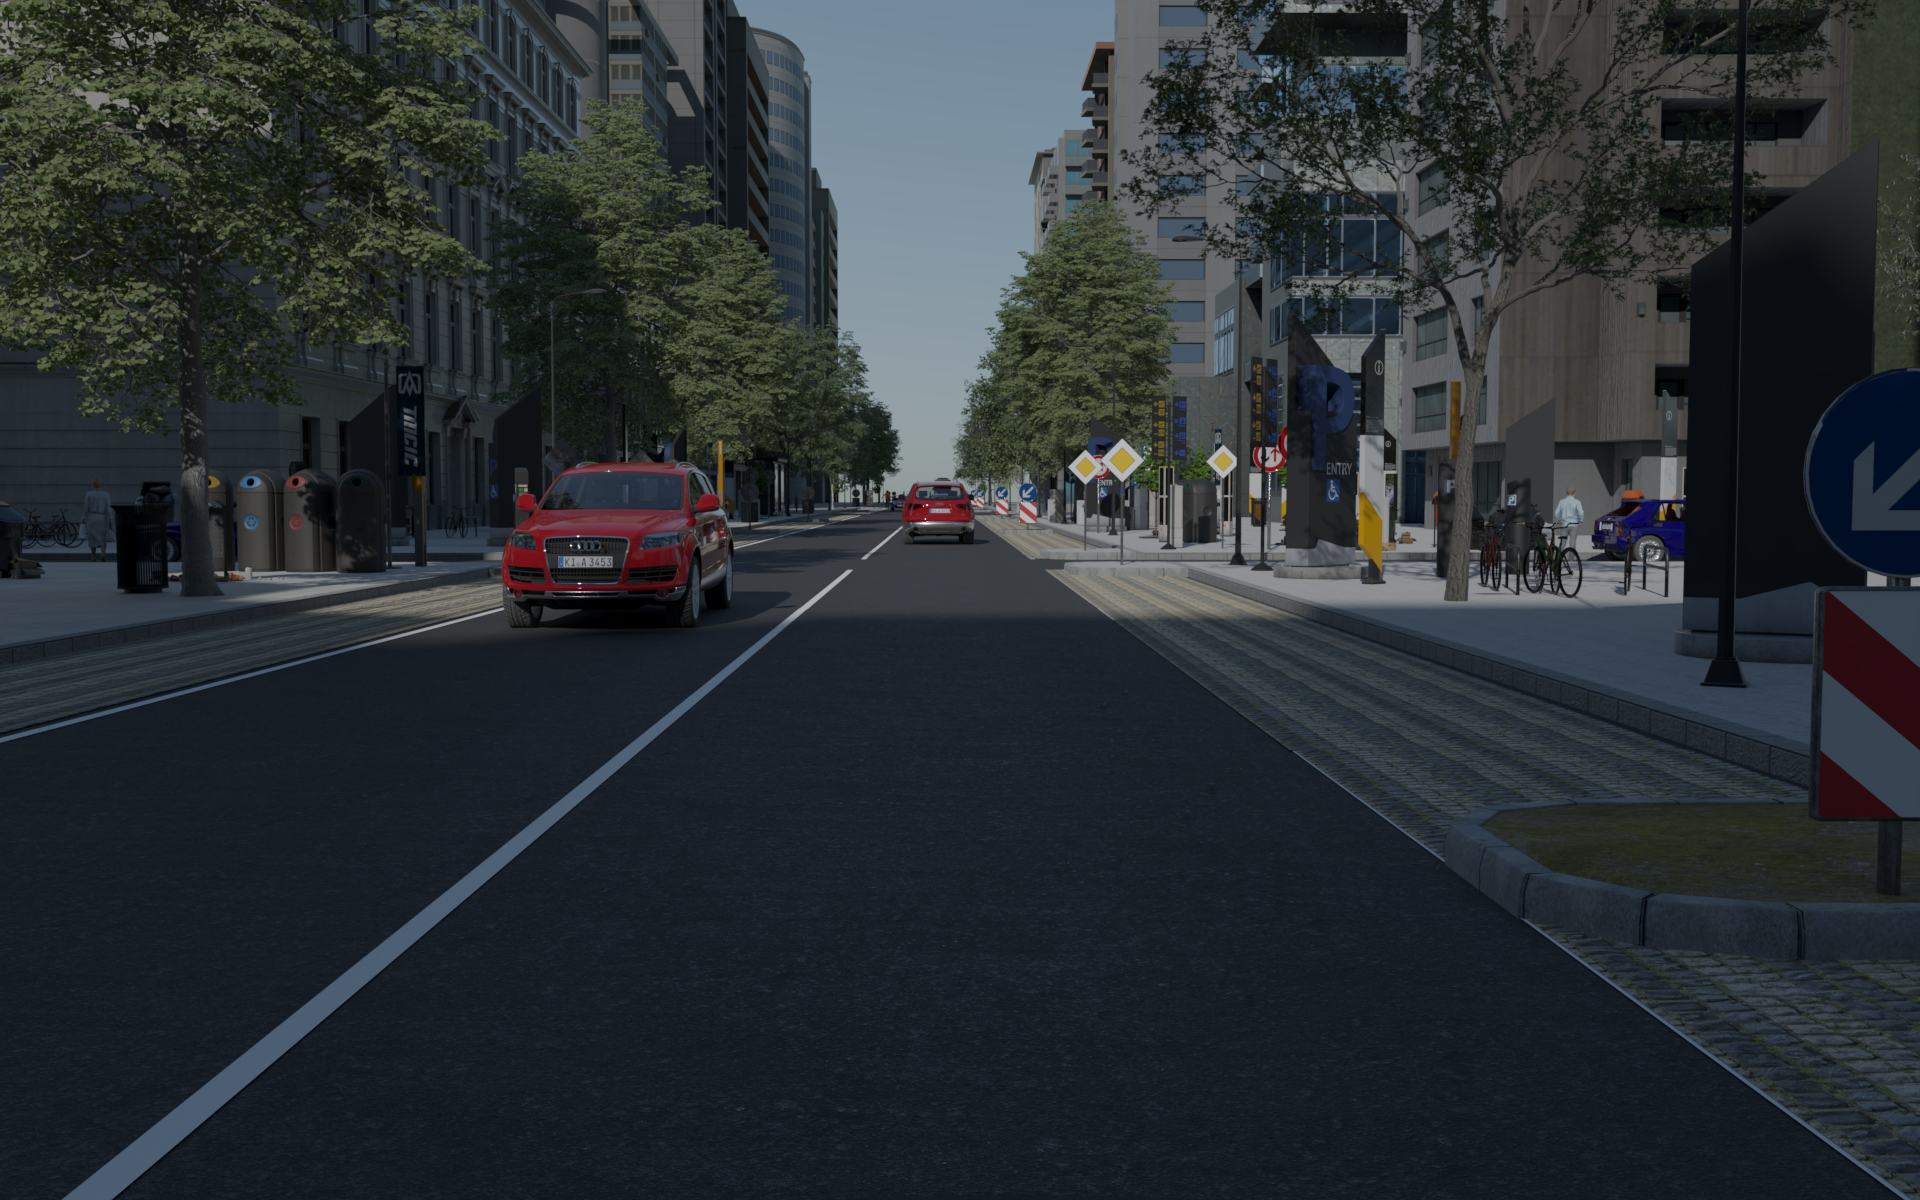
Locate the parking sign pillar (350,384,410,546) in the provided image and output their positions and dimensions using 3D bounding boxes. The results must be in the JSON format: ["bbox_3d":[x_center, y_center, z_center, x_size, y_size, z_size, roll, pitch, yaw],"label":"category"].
[{"bbox_3d":[-14.428,-3.331,42.935,1.447,3.967,1.447,1,4,20],"label":"parking sign pillar"}]

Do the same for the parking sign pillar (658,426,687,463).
[{"bbox_3d":[-10.737,-4.708,65.442,1.447,3.967,1.447,1,4,13],"label":"parking sign pillar"}]

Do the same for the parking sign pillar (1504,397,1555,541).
[{"bbox_3d":[15.888,-3.661,48.322,1.447,3.967,1.447,1,4,18],"label":"parking sign pillar"}]

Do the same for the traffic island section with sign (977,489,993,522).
[{"bbox_3d":[2.024,-4.925,89.148,1.989,1.847,2.006,0,4,-1],"label":"traffic island section with sign"}]

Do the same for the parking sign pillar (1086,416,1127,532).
[{"bbox_3d":[4.985,-4.328,59.234,1.447,3.967,1.447,2,4,34],"label":"parking sign pillar"}]

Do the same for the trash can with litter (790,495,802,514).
[{"bbox_3d":[-10.528,-6.242,113.113,1.678,1.210,2.233,0,3,0],"label":"trash can with litter"}]

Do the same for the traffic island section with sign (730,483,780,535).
[{"bbox_3d":[-7.470,-3.249,61.742,1.989,1.847,2.006,0,4,-1],"label":"traffic island section with sign"}]

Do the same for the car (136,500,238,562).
[{"bbox_3d":[-14.793,-1.402,35.501,3.894,1.354,1.945,0,4,-1],"label":"car"}]

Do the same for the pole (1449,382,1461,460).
[{"bbox_3d":[8.991,-2.303,31.502,0.158,3.312,0.155,0,3,0],"label":"pole"}]

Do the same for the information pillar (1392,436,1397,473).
[{"bbox_3d":[15.267,-4.298,61.622,0.504,3.616,0.183,-1,4,-16],"label":"information pillar"}]

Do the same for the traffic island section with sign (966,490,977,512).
[{"bbox_3d":[1.507,-7.975,139.013,1.989,1.847,2.006,0,4,-1],"label":"traffic island section with sign"}]

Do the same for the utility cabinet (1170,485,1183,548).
[{"bbox_3d":[5.166,-2.005,41.459,0.318,1.500,1.173,0,4,5],"label":"utility cabinet"}]

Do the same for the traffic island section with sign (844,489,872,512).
[{"bbox_3d":[-8.254,-7.958,138.740,1.989,1.847,2.006,0,4,-1],"label":"traffic island section with sign"}]

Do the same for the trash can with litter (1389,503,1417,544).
[{"bbox_3d":[11.184,-2.032,44.605,1.055,1.170,0.624,0,4,-6],"label":"trash can with litter"}]

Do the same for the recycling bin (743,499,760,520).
[{"bbox_3d":[-10.476,-4.548,86.906,0.722,1.027,0.722,-1,4,-21],"label":"recycling bin"}]

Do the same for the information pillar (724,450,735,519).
[{"bbox_3d":[-11.708,-5.904,87.891,0.504,3.616,0.183,0,4,-3],"label":"information pillar"}]

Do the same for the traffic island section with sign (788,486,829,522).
[{"bbox_3d":[-7.744,-4.911,88.917,1.989,1.847,2.006,0,4,-1],"label":"traffic island section with sign"}]

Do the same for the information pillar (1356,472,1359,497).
[{"bbox_3d":[13.204,-3.288,58.247,0.304,2.012,0.304,-1,4,-9],"label":"information pillar"}]

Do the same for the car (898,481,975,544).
[{"bbox_3d":[-0.674,-2.576,50.787,2.281,1.827,5.304,0,4,-3],"label":"car"}]

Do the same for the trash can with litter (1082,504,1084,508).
[{"bbox_3d":[5.010,-3.161,63.068,1.055,1.170,0.624,-1,4,-13],"label":"trash can with litter"}]

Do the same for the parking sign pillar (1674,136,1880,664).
[{"bbox_3d":[6.460,-1.540,13.655,1.447,3.967,1.447,2,4,30],"label":"parking sign pillar"}]

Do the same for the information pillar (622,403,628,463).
[{"bbox_3d":[-8.706,-3.284,45.056,0.183,3.616,0.504,0,4,-5],"label":"information pillar"}]

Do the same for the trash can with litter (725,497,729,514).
[{"bbox_3d":[-11.027,-4.101,78.442,1.055,1.170,0.624,-2,4,-28],"label":"trash can with litter"}]

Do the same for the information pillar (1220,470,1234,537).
[{"bbox_3d":[8.038,-2.918,52.194,0.304,2.012,0.304,2,4,29],"label":"information pillar"}]

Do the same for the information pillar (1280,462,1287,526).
[{"bbox_3d":[13.141,-4.780,69.511,0.504,3.616,0.183,3,4,38],"label":"information pillar"}]

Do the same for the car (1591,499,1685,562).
[{"bbox_3d":[15.130,-1.404,35.539,3.894,1.354,1.945,0,4,0],"label":"car"}]

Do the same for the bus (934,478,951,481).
[{"bbox_3d":[-2.571,-16.354,258.933,2.896,3.916,12.252,0,4,0],"label":"bus"}]

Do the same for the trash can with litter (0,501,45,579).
[{"bbox_3d":[-14.412,-0.923,26.473,1.055,1.170,0.624,2,4,27],"label":"trash can with litter"}]

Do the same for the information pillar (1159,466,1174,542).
[{"bbox_3d":[5.487,-2.542,46.054,0.304,2.012,0.304,-1,4,-23],"label":"information pillar"}]

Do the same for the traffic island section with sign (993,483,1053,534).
[{"bbox_3d":[2.295,-3.276,62.195,1.989,1.847,2.006,0,4,-1],"label":"traffic island section with sign"}]

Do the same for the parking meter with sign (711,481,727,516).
[{"bbox_3d":[-14.417,-6.528,102.999,0.543,3.016,1.738,-3,5,-43],"label":"parking meter with sign"}]

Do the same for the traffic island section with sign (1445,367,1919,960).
[{"bbox_3d":[2.873,0.147,6.232,1.989,1.847,2.006,0,4,-1],"label":"traffic island section with sign"}]

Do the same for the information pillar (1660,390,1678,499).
[{"bbox_3d":[16.092,-2.935,39.347,0.504,3.616,0.183,-2,4,-34],"label":"information pillar"}]

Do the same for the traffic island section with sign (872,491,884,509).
[{"bbox_3d":[-8.535,-9.606,165.693,1.989,1.847,2.006,0,4,-1],"label":"traffic island section with sign"}]

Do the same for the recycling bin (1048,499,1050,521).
[{"bbox_3d":[4.601,-4.249,82.028,0.722,1.027,0.722,1,4,21],"label":"recycling bin"}]

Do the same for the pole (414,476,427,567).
[{"bbox_3d":[-9.535,-2.245,30.546,0.158,3.312,0.155,0,3,0],"label":"pole"}]

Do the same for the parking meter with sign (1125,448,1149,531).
[{"bbox_3d":[6.305,-3.985,61.410,0.543,3.016,1.738,2,4,34],"label":"parking meter with sign"}]

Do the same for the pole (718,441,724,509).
[{"bbox_3d":[-9.110,-4.419,66.093,0.158,3.312,0.155,0,3,0],"label":"pole"}]

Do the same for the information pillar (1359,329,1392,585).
[{"bbox_3d":[5.840,-2.029,24.532,0.504,3.616,0.183,-3,5,-43],"label":"information pillar"}]

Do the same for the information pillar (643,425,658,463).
[{"bbox_3d":[-10.219,-4.021,57.100,0.504,3.616,0.183,-1,4,-14],"label":"information pillar"}]

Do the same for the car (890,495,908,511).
[{"bbox_3d":[-5.186,-8.519,151.859,1.945,1.354,3.894,0,4,-1],"label":"car"}]

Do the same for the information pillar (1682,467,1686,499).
[{"bbox_3d":[19.998,-2.628,47.452,0.304,2.012,0.304,-3,4,-37],"label":"information pillar"}]

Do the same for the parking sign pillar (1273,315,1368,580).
[{"bbox_3d":[5.555,-2.329,26.557,1.447,3.967,1.447,-3,5,-44],"label":"parking sign pillar"}]

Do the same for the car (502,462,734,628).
[{"bbox_3d":[-3.865,-0.707,20.237,2.281,1.827,5.304,0,4,-1],"label":"car"}]

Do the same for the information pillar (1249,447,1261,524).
[{"bbox_3d":[11.944,-4.804,69.895,0.504,3.616,0.183,1,4,12],"label":"information pillar"}]

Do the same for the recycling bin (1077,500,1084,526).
[{"bbox_3d":[5.164,-3.505,69.865,0.722,1.027,0.722,2,4,25],"label":"recycling bin"}]

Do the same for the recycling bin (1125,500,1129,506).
[{"bbox_3d":[6.906,-3.481,69.468,0.722,1.027,0.722,-2,4,-25],"label":"recycling bin"}]

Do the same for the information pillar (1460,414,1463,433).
[{"bbox_3d":[14.697,-3.655,51.107,0.183,3.616,0.504,-1,4,-19],"label":"information pillar"}]

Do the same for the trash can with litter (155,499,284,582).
[{"bbox_3d":[-11.384,-0.901,25.782,2.233,1.210,1.678,1,4,19],"label":"trash can with litter"}]

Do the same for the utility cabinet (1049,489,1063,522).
[{"bbox_3d":[4.403,-4.248,78.140,0.318,1.500,1.173,2,4,28],"label":"utility cabinet"}]

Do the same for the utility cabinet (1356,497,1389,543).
[{"bbox_3d":[9.767,-1.859,41.554,1.020,1.237,0.306,1,4,14],"label":"utility cabinet"}]

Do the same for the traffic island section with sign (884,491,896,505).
[{"bbox_3d":[-9.117,-13.038,221.797,1.989,1.847,2.006,0,4,-1],"label":"traffic island section with sign"}]

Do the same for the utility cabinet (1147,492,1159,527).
[{"bbox_3d":[7.142,-3.597,67.487,1.173,1.500,0.318,3,4,36],"label":"utility cabinet"}]

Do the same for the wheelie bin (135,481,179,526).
[{"bbox_3d":[-19.435,-2.087,42.026,0.980,1.594,0.693,-3,5,-44],"label":"wheelie bin"}]

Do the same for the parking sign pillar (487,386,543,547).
[{"bbox_3d":[-10.978,-3.322,42.795,1.447,3.967,1.447,3,5,41],"label":"parking sign pillar"}]

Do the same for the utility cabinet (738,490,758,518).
[{"bbox_3d":[-11.321,-5.131,92.574,1.173,1.500,0.318,3,4,36],"label":"utility cabinet"}]
